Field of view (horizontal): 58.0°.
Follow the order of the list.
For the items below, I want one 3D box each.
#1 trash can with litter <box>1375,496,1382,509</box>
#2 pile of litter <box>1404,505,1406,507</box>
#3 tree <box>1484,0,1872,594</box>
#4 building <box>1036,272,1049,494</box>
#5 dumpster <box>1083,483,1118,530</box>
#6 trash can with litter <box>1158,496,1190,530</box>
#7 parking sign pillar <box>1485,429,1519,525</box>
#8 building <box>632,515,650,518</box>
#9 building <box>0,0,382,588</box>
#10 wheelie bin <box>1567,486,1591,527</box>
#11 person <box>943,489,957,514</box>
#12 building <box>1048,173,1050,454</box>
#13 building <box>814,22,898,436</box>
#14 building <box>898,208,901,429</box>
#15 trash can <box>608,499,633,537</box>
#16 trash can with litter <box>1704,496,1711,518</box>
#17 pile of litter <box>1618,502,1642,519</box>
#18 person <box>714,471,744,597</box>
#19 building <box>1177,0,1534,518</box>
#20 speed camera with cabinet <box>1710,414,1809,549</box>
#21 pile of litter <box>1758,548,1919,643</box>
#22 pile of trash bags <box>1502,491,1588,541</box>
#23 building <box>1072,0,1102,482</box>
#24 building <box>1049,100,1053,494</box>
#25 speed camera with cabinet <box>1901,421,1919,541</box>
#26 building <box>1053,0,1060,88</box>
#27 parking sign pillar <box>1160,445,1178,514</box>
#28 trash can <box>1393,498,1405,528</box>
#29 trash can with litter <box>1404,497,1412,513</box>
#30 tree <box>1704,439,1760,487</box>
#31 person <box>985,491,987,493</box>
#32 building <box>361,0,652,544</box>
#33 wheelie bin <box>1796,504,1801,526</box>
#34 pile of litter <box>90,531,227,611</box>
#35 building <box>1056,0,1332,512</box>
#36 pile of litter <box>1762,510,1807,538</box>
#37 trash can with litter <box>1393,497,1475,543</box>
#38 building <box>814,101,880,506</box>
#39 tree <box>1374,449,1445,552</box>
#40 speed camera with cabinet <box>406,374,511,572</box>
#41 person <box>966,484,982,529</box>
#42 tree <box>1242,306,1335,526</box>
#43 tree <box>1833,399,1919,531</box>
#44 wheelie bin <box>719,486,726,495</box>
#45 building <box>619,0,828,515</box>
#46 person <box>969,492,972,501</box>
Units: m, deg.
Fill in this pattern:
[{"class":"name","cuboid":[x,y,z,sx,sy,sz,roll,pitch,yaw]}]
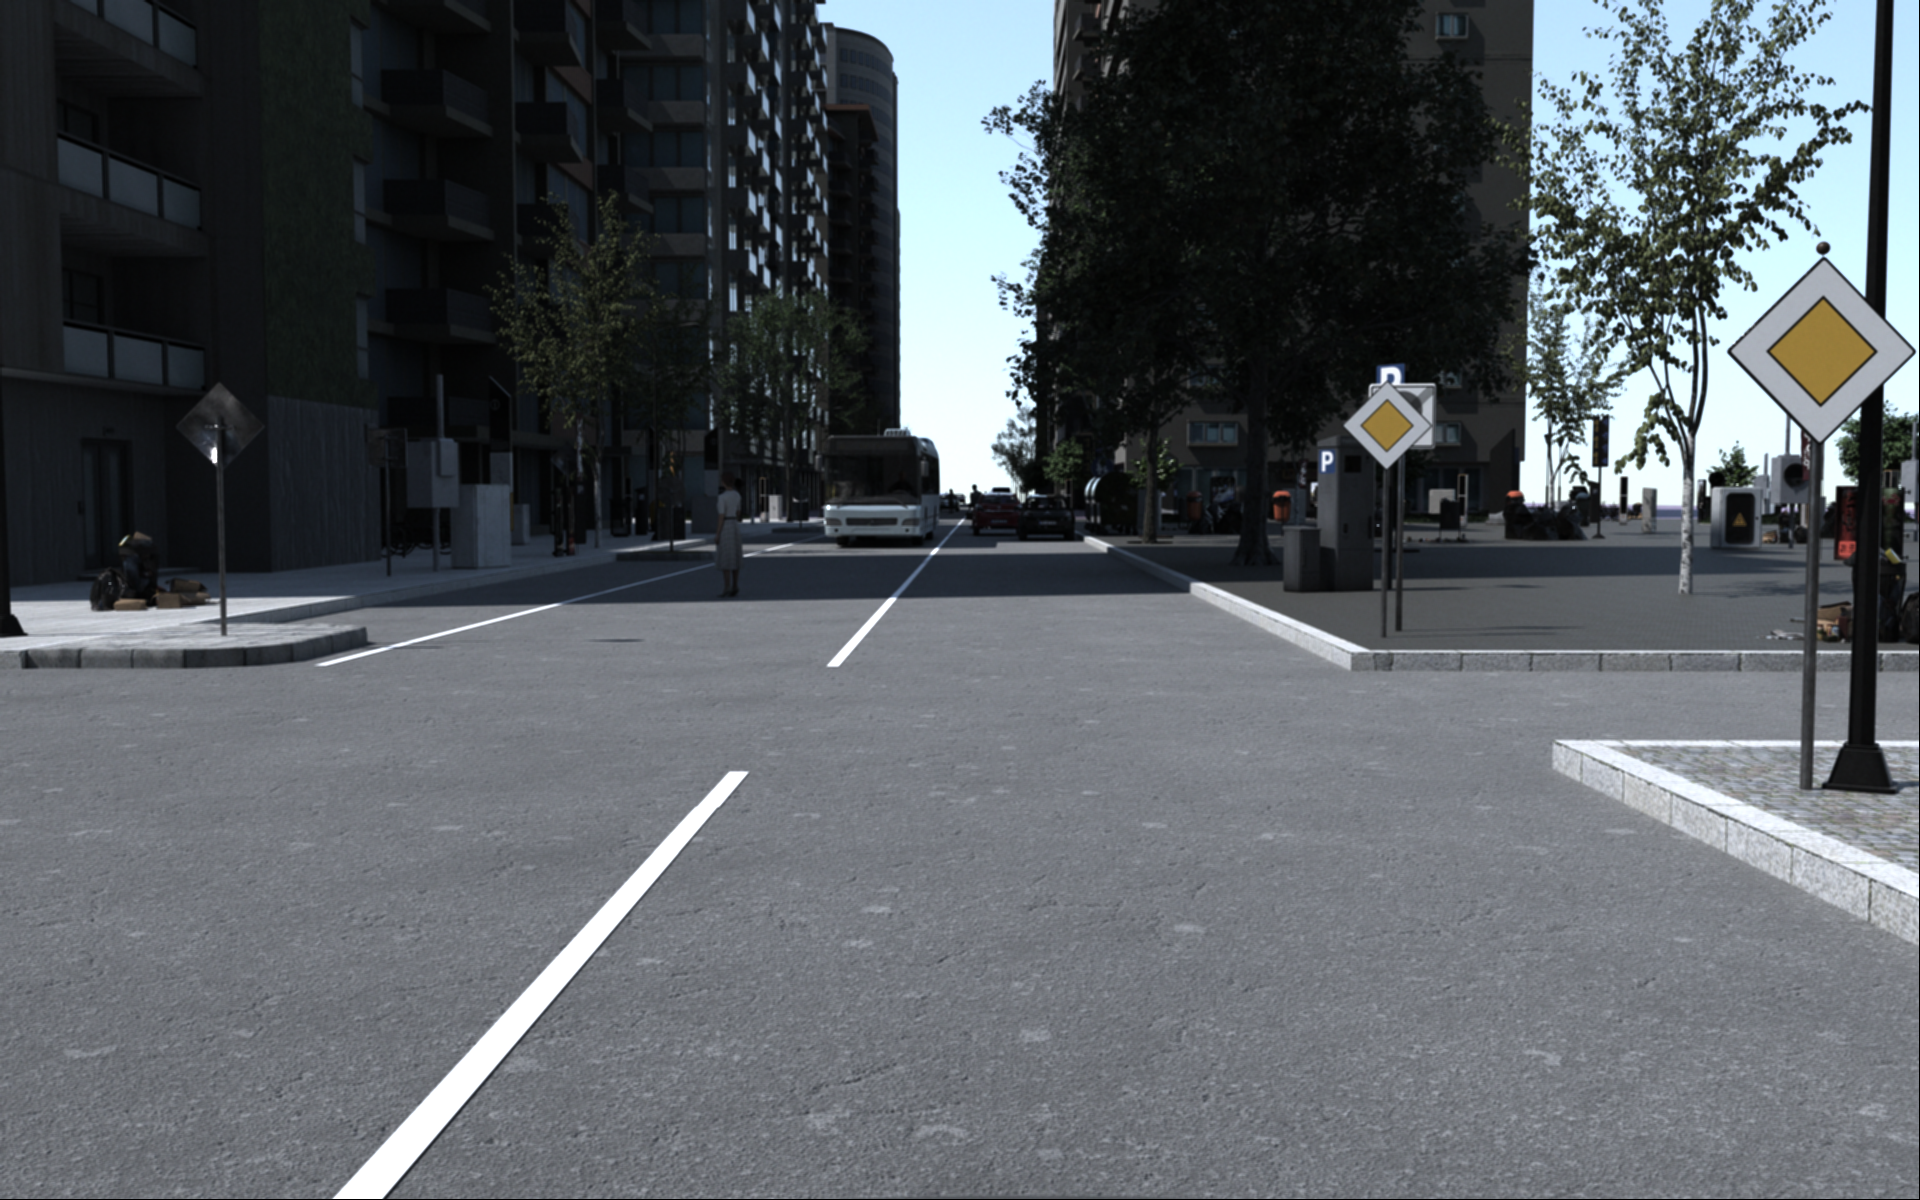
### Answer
[{"class":"trash can with litter","cuboid":[21.649,-4.779,89.523,0.624,1.170,1.055,0,4,-7]},{"class":"pile of litter","cuboid":[21.196,-4.268,83.745,1.176,0.858,1.719,-3,5,-40]},{"class":"tree","cuboid":[9.116,-4.388,22.106,4.737,8.622,4.395,0,3,0]},{"class":"building","cuboid":[16.717,-27.543,222.027,14.160,30.474,14.107,0,4,1]},{"class":"dumpster","cuboid":[5.068,-3.426,61.768,1.264,1.857,1.865,0,4,1]},{"class":"trash can with litter","cuboid":[7.653,-3.105,61.829,2.233,1.210,1.678,-3,5,-42]},{"class":"parking sign pillar","cuboid":[22.625,-5.108,71.994,1.447,3.967,1.447,-2,4,-26]},{"class":"building","cuboid":[-22.940,-29.728,105.660,23.786,49.044,30.456,0,4,1]},{"class":"building","cuboid":[-18.269,-20.906,25.402,14.154,41.232,14.086,0,4,1]},{"class":"wheelie bin","cuboid":[24.389,-3.689,68.225,0.693,1.594,0.980,-2,4,-29]},{"class":"person","cuboid":[-0.689,-7.279,127.508,1.348,1.824,0.705,-3,5,-45]},{"class":"building","cuboid":[17.708,-34.065,207.072,14.600,45.320,14.200,0,4,1]},{"class":"building","cuboid":[-19.038,-41.430,219.374,21.231,58.520,28.212,0,4,1]},{"class":"building","cuboid":[-15.620,-34.090,240.962,14.154,41.232,14.086,0,4,1]},{"class":"trash can","cuboid":[-10.161,-2.459,51.858,0.748,1.137,0.748,0,3,0]},{"class":"trash can with litter","cuboid":[39.030,-4.805,89.955,1.055,1.170,0.624,-2,4,-31]},{"class":"pile of litter","cuboid":[34.666,-4.571,88.701,1.176,0.858,1.719,-3,5,-43]},{"class":"person","cuboid":[-3.283,-0.925,24.190,0.524,1.755,0.480,2,4,33]},{"class":"building","cuboid":[19.570,-29.168,100.591,21.300,48.544,21.600,0,4,1]},{"class":"speed camera with cabinet","cuboid":[18.772,-2.831,40.624,2.038,3.252,0.660,0,4,2]},{"class":"pile of litter","cuboid":[8.027,-0.080,15.279,1.719,0.858,1.176,3,4,37]},{"class":"pile of trash bags","cuboid":[16.334,-2.414,49.215,1.912,1.369,3.447,0,4,-6]},{"class":"building","cuboid":[19.591,-28.881,126.826,22.147,44.769,28.867,0,4,1]},{"class":"building","cuboid":[20.736,-34.523,188.145,21.300,48.544,21.600,0,4,1]},{"class":"speed camera with cabinet","cuboid":[25.285,-3.204,46.721,2.038,3.252,0.660,-1,4,-14]},{"class":"building","cuboid":[21.165,-48.937,238.372,20.563,71.187,20.611,0,4,1]},{"class":"parking sign pillar","cuboid":[10.515,-6.145,88.935,1.447,3.967,1.447,3,4,37]},{"class":"trash can","cuboid":[16.520,-3.305,65.691,0.748,1.137,0.748,0,3,0]},{"class":"trash can with litter","cuboid":[23.222,-4.761,89.234,1.055,1.170,0.624,1,4,10]},{"class":"tree","cuboid":[27.593,-4.089,61.451,1.663,3.219,1.824,0,3,0]},{"class":"person","cuboid":[3.261,-13.061,222.055,0.705,1.823,1.348,1,4,11]},{"class":"building","cuboid":[-22.611,-24.601,56.849,22.147,44.769,28.867,0,4,1]},{"class":"wheelie bin","cuboid":[34.263,-3.790,69.874,0.980,1.594,0.693,-1,4,-12]},{"class":"pile of litter","cuboid":[-9.132,-0.353,19.744,1.176,0.858,1.719,3,4,36]},{"class":"building","cuboid":[19.473,-32.306,151.903,21.300,48.544,21.600,0,4,1]},{"class":"pile of litter","cuboid":[21.538,-1.916,45.292,1.719,0.858,1.176,2,4,29]},{"class":"trash can with litter","cuboid":[12.716,-2.161,46.394,2.233,1.210,1.678,1,4,11]},{"class":"building","cuboid":[-20.352,-32.826,191.323,22.147,44.769,28.867,0,4,1]},{"class":"tree","cuboid":[9.654,-2.689,38.570,1.663,3.219,1.824,0,3,0]},{"class":"speed camera with cabinet","cuboid":[-8.513,-2.148,29.453,0.660,3.252,2.038,1,4,23]},{"class":"person","cuboid":[0.690,-3.847,71.366,0.822,1.834,0.622,3,4,37]},{"class":"tree","cuboid":[12.402,-6.939,63.813,4.360,8.622,3.978,0,3,0]},{"class":"tree","cuboid":[31.887,-4.659,59.892,4.285,4.588,4.351,0,3,0]},{"class":"wheelie bin","cuboid":[-9.867,-3.862,71.052,0.980,1.594,0.693,-2,4,-25]},{"class":"building","cuboid":[-22.303,-31.624,136.664,23.786,49.044,30.456,0,4,1]},{"class":"person","cuboid":[1.312,-11.778,202.533,0.415,1.643,0.593,0,4,2]}]
